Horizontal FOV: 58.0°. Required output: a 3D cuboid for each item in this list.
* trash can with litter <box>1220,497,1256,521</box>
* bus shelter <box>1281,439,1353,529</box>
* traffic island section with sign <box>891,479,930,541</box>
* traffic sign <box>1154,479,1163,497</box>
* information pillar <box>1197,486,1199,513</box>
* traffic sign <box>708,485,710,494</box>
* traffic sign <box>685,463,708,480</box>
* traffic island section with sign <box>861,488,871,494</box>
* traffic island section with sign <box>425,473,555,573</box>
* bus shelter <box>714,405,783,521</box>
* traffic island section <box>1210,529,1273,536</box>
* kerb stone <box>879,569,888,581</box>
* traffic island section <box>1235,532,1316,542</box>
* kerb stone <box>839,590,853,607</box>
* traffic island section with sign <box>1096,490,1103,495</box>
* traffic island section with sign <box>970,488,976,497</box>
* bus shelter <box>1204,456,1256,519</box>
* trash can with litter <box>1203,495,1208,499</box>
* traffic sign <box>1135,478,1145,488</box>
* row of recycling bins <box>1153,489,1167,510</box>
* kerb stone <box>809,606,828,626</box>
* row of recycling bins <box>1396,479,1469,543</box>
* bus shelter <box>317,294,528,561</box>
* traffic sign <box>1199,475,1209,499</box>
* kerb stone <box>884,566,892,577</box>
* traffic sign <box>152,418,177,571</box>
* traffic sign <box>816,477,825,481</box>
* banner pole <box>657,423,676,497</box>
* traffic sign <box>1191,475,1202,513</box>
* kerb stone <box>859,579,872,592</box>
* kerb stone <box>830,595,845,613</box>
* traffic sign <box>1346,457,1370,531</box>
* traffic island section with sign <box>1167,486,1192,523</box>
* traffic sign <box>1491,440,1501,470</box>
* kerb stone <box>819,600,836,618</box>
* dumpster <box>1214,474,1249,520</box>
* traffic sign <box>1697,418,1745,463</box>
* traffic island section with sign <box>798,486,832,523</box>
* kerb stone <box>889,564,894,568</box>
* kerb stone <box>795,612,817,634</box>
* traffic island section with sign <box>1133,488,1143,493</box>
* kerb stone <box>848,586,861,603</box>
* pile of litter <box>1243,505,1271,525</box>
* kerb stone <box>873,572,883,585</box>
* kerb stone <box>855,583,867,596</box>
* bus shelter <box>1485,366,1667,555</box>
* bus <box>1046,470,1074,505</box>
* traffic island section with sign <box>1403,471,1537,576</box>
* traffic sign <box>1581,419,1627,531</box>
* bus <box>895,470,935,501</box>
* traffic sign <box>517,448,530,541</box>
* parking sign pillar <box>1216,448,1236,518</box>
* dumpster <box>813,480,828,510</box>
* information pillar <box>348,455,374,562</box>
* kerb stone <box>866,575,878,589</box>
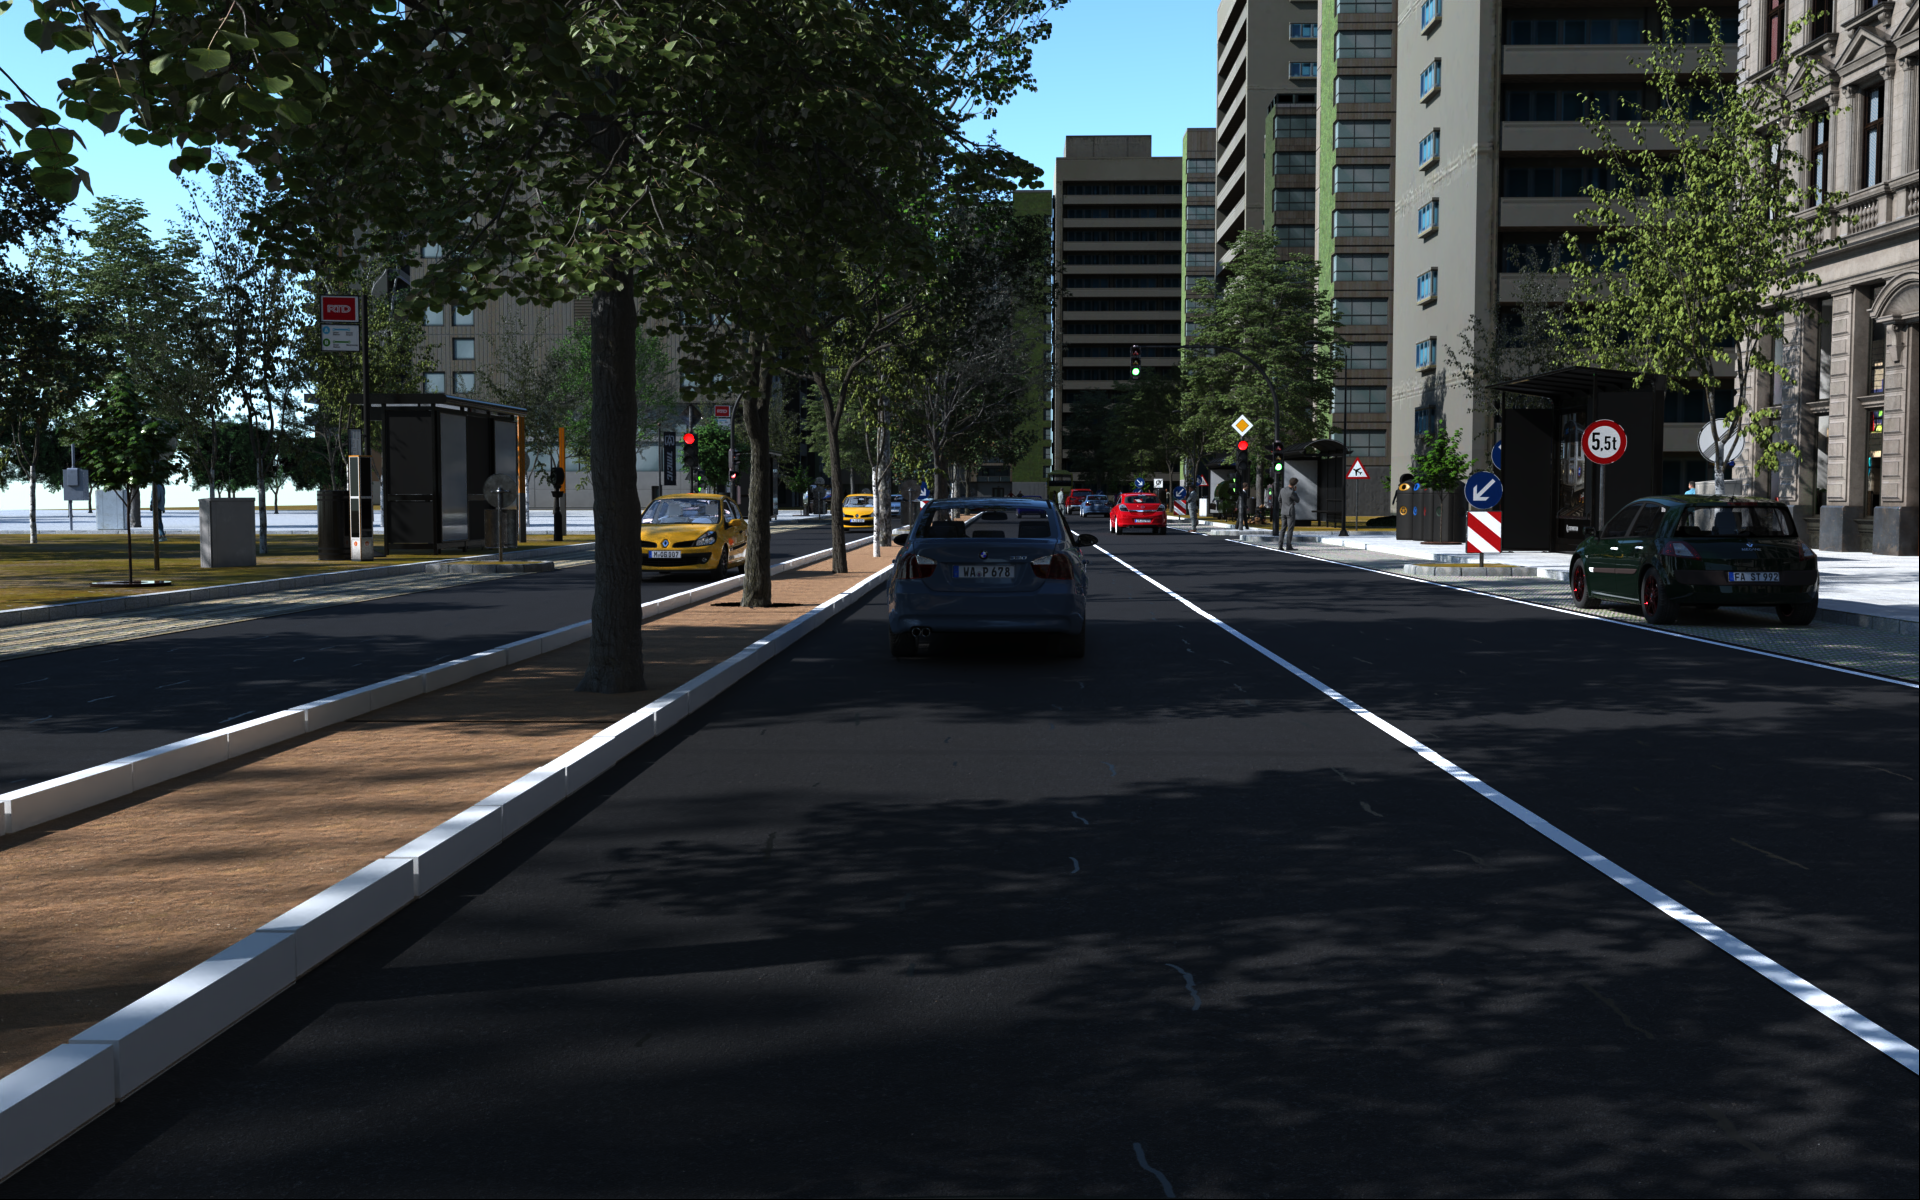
[{"bbox_3d":[13.591,-4.411,83.169,2.233,1.210,1.678,0,4,3],"label":"trash can with litter"},{"bbox_3d":[13.486,-4.424,66.261,2.014,3.302,5.546,0,4,2],"label":"bus shelter"},{"bbox_3d":[-1.576,-2.789,53.733,2.006,1.907,1.989,0,4,2],"label":"traffic island section with sign"},{"bbox_3d":[13.333,-6.988,116.376,0.606,2.300,0.079,0,4,5],"label":"traffic sign"},{"bbox_3d":[16.037,-6.937,117.909,0.304,2.012,0.304,-2,4,-35],"label":"information pillar"},{"bbox_3d":[-11.497,-4.853,79.457,0.768,2.556,0.104,1,4,9],"label":"traffic sign"},{"bbox_3d":[-9.994,-4.016,65.668,0.884,2.594,0.081,0,4,6],"label":"traffic sign"},{"bbox_3d":[-6.168,-6.467,114.367,1.989,1.847,2.006,0,4,2],"label":"traffic island section with sign"},{"bbox_3d":[-8.653,-1.441,32.182,1.989,1.847,2.006,0,4,2],"label":"traffic island section with sign"},{"bbox_3d":[-9.905,-6.299,80.625,2.179,5.291,8.768,0,4,2],"label":"bus shelter"},{"bbox_3d":[9.944,-2.376,61.134,2.009,0.180,2.903,0,4,2],"label":"traffic island section"},{"bbox_3d":[-1.309,-0.363,28.130,0.120,0.150,1.000,0,4,2],"label":"kerb stone"},{"bbox_3d":[9.702,-1.888,53.153,2.009,0.180,2.903,0,4,2],"label":"traffic island section"},{"bbox_3d":[-1.493,0.013,21.977,0.120,0.150,1.000,0,4,2],"label":"kerb stone"},{"bbox_3d":[13.066,-9.482,163.654,1.989,1.847,2.006,0,4,2],"label":"traffic island section with sign"},{"bbox_3d":[0.927,-7.835,136.240,2.006,1.907,1.989,0,4,2],"label":"traffic island section with sign"},{"bbox_3d":[14.239,-5.975,91.617,2.014,3.302,5.546,0,4,2],"label":"bus shelter"},{"bbox_3d":[14.976,-5.717,104.526,1.678,1.210,2.233,1,4,20],"label":"trash can with litter"},{"bbox_3d":[13.865,-8.172,133.719,0.768,2.556,0.104,0,4,6],"label":"traffic sign"},{"bbox_3d":[15.259,-7.668,132.485,1.069,1.692,3.534,1,4,9],"label":"row of recycling bins"},{"bbox_3d":[-1.586,0.202,18.901,0.120,0.150,1.000,0,4,2],"label":"kerb stone"},{"bbox_3d":[12.860,-2.447,47.126,1.069,1.692,3.534,0,4,-7],"label":"row of recycling bins"},{"bbox_3d":[-11.682,-3.665,37.550,2.179,5.291,8.768,0,4,2],"label":"bus shelter"},{"bbox_3d":[15.956,-6.984,114.197,0.884,2.594,0.081,0,4,7],"label":"traffic sign"},{"bbox_3d":[-1.275,-0.425,29.152,0.120,0.150,1.000,0,4,2],"label":"kerb stone"},{"bbox_3d":[-13.450,-1.763,28.931,0.768,2.556,0.104,0,4,2],"label":"traffic sign"},{"bbox_3d":[-10.304,-7.765,127.065,0.768,2.556,0.104,1,4,10],"label":"traffic sign"},{"bbox_3d":[-10.370,-4.345,61.058,0.863,3.779,0.401,-2,4,-34],"label":"banner pole"},{"bbox_3d":[15.402,-6.902,112.950,0.768,2.556,0.104,0,4,2],"label":"traffic sign"},{"bbox_3d":[-1.409,-0.171,25.052,0.120,0.150,1.000,0,4,2],"label":"kerb stone"},{"bbox_3d":[-1.528,0.076,20.955,0.120,0.150,1.000,0,4,2],"label":"kerb stone"},{"bbox_3d":[13.917,-3.713,60.706,0.884,2.594,0.081,1,4,10],"label":"traffic sign"},{"bbox_3d":[10.697,-4.716,85.736,1.989,1.847,2.006,0,4,2],"label":"traffic island section with sign"},{"bbox_3d":[12.444,-2.401,39.365,0.768,2.556,0.104,0,4,5],"label":"traffic sign"},{"bbox_3d":[-1.565,0.139,19.925,0.120,0.150,1.000,0,4,2],"label":"kerb stone"},{"bbox_3d":[13.414,-5.077,85.495,1.502,2.255,1.985,0,4,2],"label":"dumpster"},{"bbox_3d":[12.793,-1.779,29.185,0.768,2.556,0.104,0,4,8],"label":"traffic sign"},{"bbox_3d":[-7.009,-4.773,86.668,1.989,1.847,2.006,0,4,2],"label":"traffic island section with sign"},{"bbox_3d":[-1.244,-0.488,30.178,0.120,0.150,1.000,0,4,2],"label":"kerb stone"},{"bbox_3d":[-1.621,0.264,17.879,0.120,0.150,1.000,0,4,2],"label":"kerb stone"},{"bbox_3d":[11.550,-6.447,114.037,1.989,1.847,2.006,0,4,2],"label":"traffic island section with sign"},{"bbox_3d":[-1.458,-0.044,23.004,0.120,0.150,1.000,0,4,2],"label":"kerb stone"},{"bbox_3d":[12.450,-3.609,72.975,1.176,0.858,1.719,0,4,-7],"label":"pile of litter"},{"bbox_3d":[-1.346,-0.299,27.108,0.120,0.150,1.000,0,4,2],"label":"kerb stone"},{"bbox_3d":[-1.435,-0.104,24.031,0.120,0.150,1.000,0,4,2],"label":"kerb stone"},{"bbox_3d":[12.208,-2.661,34.795,1.731,3.624,6.357,0,4,2],"label":"bus shelter"},{"bbox_3d":[10.170,-11.295,176.221,2.896,3.916,12.252,0,4,3],"label":"bus"},{"bbox_3d":[9.029,-1.364,30.924,1.989,1.847,2.006,0,4,2],"label":"traffic island section with sign"},{"bbox_3d":[10.984,-1.805,29.625,0.768,2.556,0.104,0,4,3],"label":"traffic sign"},{"bbox_3d":[-3.031,-8.135,127.866,2.948,3.499,13.247,0,4,1],"label":"bus"},{"bbox_3d":[-12.183,-2.903,47.567,0.768,2.556,0.104,1,4,9],"label":"traffic sign"},{"bbox_3d":[14.737,-6.529,95.222,1.447,3.967,1.447,0,4,6],"label":"parking sign pillar"},{"bbox_3d":[-9.673,-7.089,118.399,1.502,2.255,1.985,0,4,2],"label":"dumpster"},{"bbox_3d":[-11.422,-1.746,33.043,0.304,2.012,0.304,2,4,33],"label":"information pillar"},{"bbox_3d":[-1.375,-0.238,26.079,0.120,0.150,1.000,0,4,2],"label":"kerb stone"}]
